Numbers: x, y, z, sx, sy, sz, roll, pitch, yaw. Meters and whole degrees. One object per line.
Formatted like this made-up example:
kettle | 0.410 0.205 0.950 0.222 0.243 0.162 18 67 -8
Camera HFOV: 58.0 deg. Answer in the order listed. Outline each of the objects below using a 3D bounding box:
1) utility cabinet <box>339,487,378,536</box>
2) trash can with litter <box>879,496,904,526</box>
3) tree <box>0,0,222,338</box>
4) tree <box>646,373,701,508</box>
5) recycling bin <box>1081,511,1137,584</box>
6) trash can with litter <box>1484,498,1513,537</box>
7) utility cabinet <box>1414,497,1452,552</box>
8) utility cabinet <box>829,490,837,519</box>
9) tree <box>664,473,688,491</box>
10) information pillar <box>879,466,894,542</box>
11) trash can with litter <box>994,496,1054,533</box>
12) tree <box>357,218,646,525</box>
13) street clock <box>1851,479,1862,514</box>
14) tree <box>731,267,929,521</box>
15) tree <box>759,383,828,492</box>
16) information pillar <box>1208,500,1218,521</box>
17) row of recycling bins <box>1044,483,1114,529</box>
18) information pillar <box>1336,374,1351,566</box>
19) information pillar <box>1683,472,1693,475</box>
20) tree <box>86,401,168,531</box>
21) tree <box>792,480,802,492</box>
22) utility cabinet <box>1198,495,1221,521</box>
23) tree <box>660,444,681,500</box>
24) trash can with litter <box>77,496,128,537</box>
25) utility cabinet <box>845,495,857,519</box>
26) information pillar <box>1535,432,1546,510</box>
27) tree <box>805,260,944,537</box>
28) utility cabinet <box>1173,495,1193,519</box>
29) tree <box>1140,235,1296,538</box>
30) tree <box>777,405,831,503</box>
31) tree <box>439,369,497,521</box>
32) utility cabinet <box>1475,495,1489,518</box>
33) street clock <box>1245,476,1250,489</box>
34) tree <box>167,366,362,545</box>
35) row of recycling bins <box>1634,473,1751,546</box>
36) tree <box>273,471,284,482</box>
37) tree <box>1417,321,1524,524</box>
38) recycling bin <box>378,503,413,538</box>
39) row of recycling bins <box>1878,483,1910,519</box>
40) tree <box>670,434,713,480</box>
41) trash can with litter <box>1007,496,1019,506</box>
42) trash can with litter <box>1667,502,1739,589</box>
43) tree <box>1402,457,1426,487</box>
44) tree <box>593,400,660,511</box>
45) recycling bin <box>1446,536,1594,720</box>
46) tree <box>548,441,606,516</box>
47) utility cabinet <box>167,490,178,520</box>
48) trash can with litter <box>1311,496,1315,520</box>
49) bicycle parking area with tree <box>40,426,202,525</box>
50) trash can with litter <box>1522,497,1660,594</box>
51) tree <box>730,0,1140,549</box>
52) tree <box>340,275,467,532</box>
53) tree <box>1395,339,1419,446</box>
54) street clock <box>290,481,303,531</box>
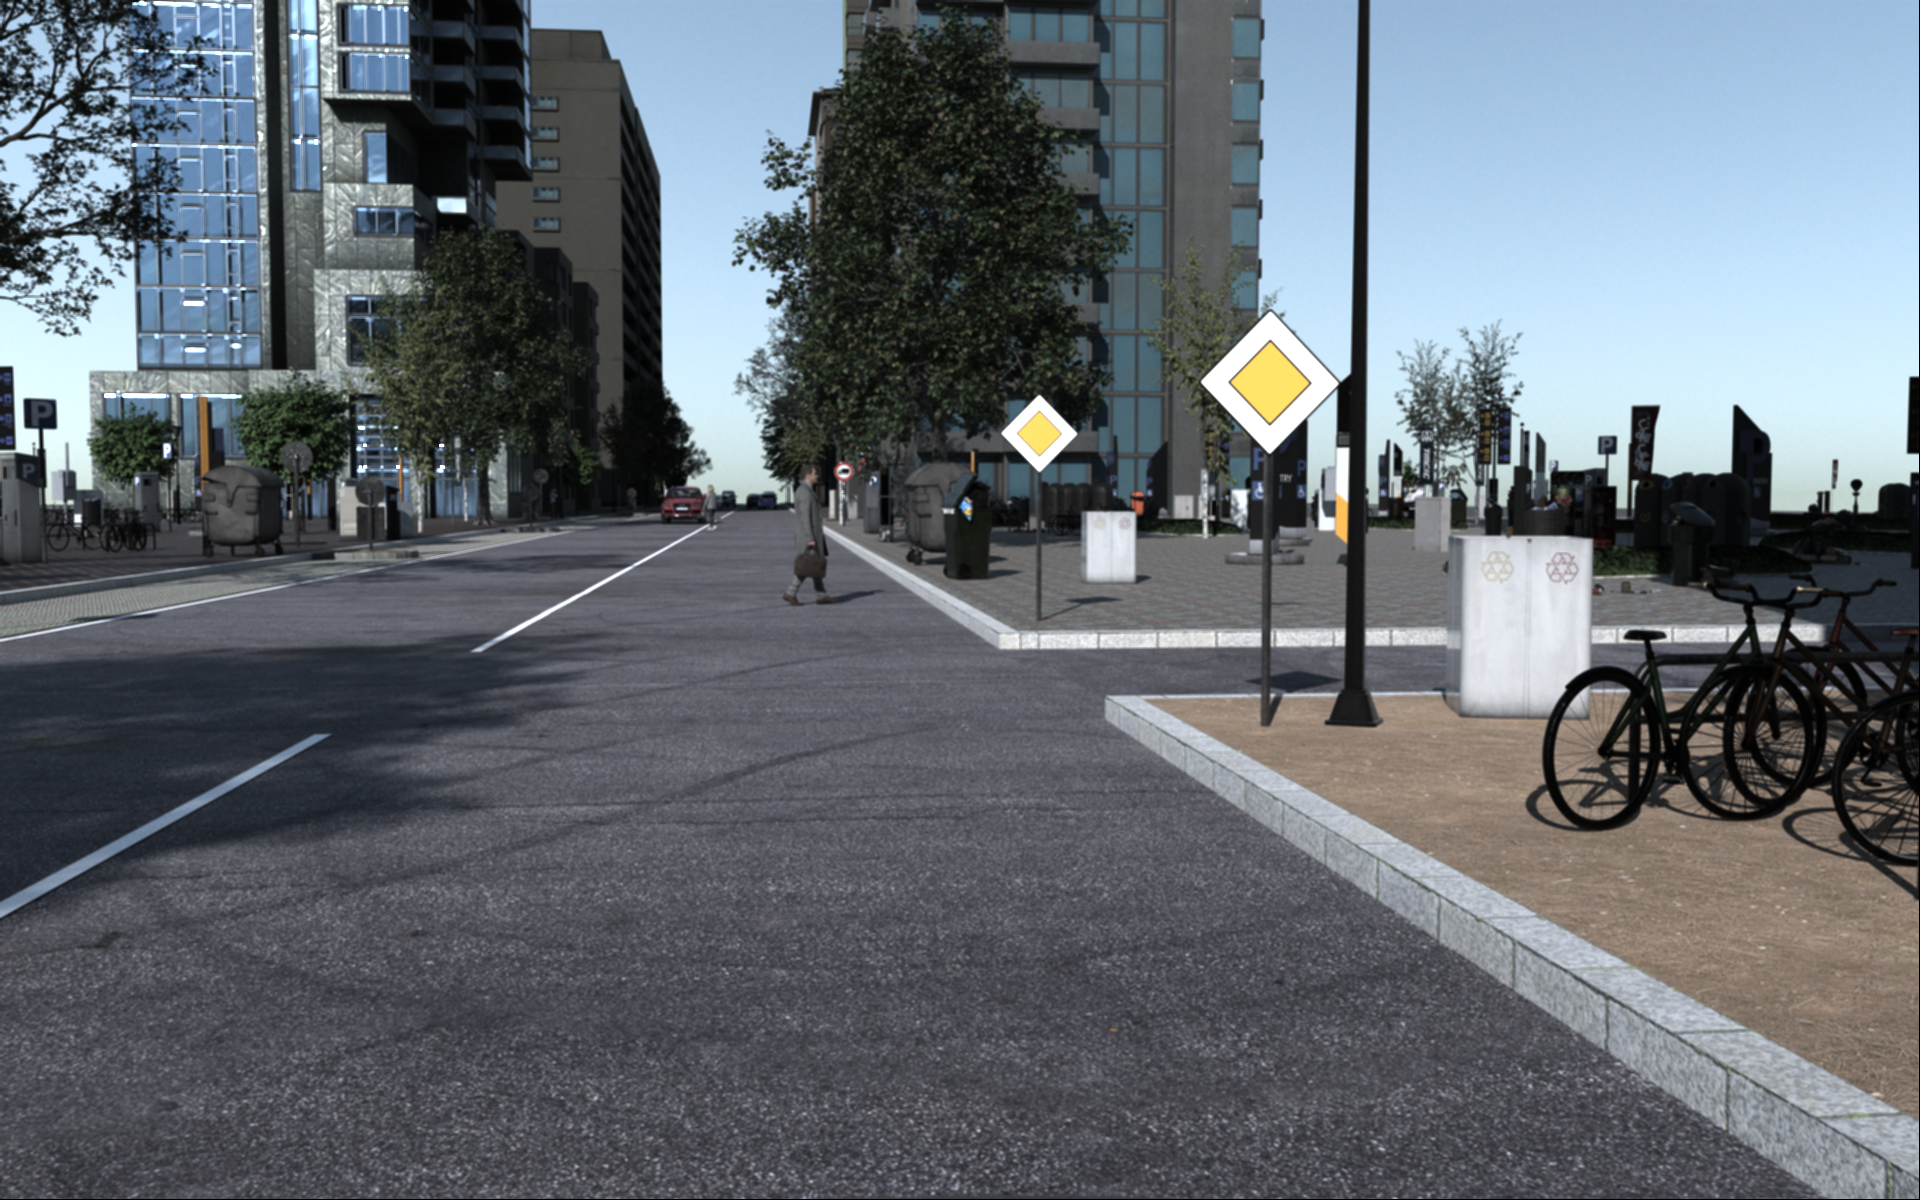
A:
utility cabinet | -18.094 -2.661 52.185 1.173 1.500 0.318 1 4 15
trash can with litter | -2.743 -3.517 68.565 2.233 1.210 1.678 -3 5 -42
tree | -13.665 -5.353 21.939 8.767 10.594 7.601 -1 4 -15
tree | -29.559 -15.145 164.627 9.611 12.733 9.660 0 3 0
recycling bin | 2.147 -0.764 25.038 0.722 1.027 0.722 0 4 -3
trash can with litter | 16.417 -2.513 52.469 1.055 1.170 0.624 2 4 24
utility cabinet | 10.618 -1.697 38.902 0.306 1.237 1.020 -1 4 -18
utility cabinet | -6.419 -4.897 88.741 0.318 1.500 1.173 1 4 11
tree | -35.289 -14.105 214.329 4.285 4.588 4.351 0 3 0
information pillar | -1.950 -2.547 46.129 0.304 2.012 0.304 1 4 18
trash can with litter | 2.283 -2.859 57.801 1.678 1.210 2.233 -2 4 -35
tree | -20.047 -9.504 72.405 9.611 12.733 9.660 0 3 0
street clock | 43.963 -4.918 84.980 0.471 2.002 0.358 1 4 11
tree | -5.742 -10.591 83.538 12.009 13.543 11.850 0 3 0
tree | -16.762 -15.740 175.477 7.486 12.596 7.792 0 3 0
information pillar | 9.601 -3.749 65.793 0.304 2.012 0.304 -1 4 -16
row of recycling bins | 4.387 -3.501 64.355 1.069 1.692 3.534 -3 4 -36
information pillar | 6.947 -2.411 30.772 0.504 3.616 0.183 1 4 19
information pillar | 24.689 -3.321 58.792 0.304 2.012 0.304 2 4 32
tree | -29.225 -4.751 61.385 4.285 4.588 4.351 0 3 0
tree | -18.301 -12.356 196.618 1.663 3.219 1.824 0 3 0
utility cabinet | 11.654 -4.259 80.803 1.020 1.237 0.306 1 4 19
tree | -31.603 -14.229 183.004 4.737 8.622 4.395 0 3 0
trash can with litter | -26.107 -2.564 52.987 1.678 1.210 2.233 3 4 37
utility cabinet | -5.878 -4.853 90.514 1.020 1.237 0.306 -2 4 -30
information pillar | 22.096 -4.565 65.985 0.504 3.616 0.183 -2 4 -35
tree | -1.887 -6.181 51.419 4.360 8.622 3.978 0 3 0
utility cabinet | 11.613 -4.827 90.075 1.020 1.237 0.306 -1 4 -10
tree | 7.372 -6.099 50.077 4.737 8.622 4.395 0 3 0
tree | -10.670 -10.484 121.779 4.737 8.622 4.395 0 3 0
tree | -23.455 -8.040 81.816 4.360 8.622 3.978 0 3 0
utility cabinet | 28.151 -4.996 92.843 1.020 1.237 0.306 0 4 5
street clock | 11.754 -3.998 69.931 0.471 2.002 0.358 0 4 4
tree | -17.033 -3.720 44.535 4.285 4.588 4.351 0 3 0
row of recycling bins | 14.817 -1.711 35.093 1.069 1.692 3.534 0 4 -6
tree | -27.802 -4.578 69.449 1.663 3.219 1.824 0 3 0
tree | 21.942 -7.529 73.464 4.360 8.622 3.978 0 3 0
recycling bin | -16.685 -2.365 51.228 0.722 1.027 0.722 2 4 32
row of recycling bins | 36.325 -3.677 67.225 1.069 1.692 3.534 2 4 23
tree | -39.129 -19.067 246.160 8.767 10.594 7.601 0 4 -3
trash can with litter | 2.731 -4.347 82.465 0.624 1.170 1.055 2 4 33
trash can with litter | 10.295 -0.765 23.901 0.624 1.170 1.055 -1 4 -22
tree | 23.037 -5.778 89.065 1.663 3.219 1.824 0 3 0
tree | -25.985 -11.172 133.025 4.737 8.622 4.395 0 3 0
recycling bin | 3.279 0.144 10.198 0.722 1.027 0.722 1 4 8
tree | -22.324 -7.185 101.183 4.285 4.588 4.351 0 3 0
utility cabinet | -39.270 -4.758 86.472 0.318 1.500 1.173 -1 4 -11
trash can with litter | 17.803 -4.518 85.258 0.624 1.170 1.055 -3 4 -36
bicycle parking area with tree | -35.013 -5.386 75.057 9.016 4.147 8.231 -2 4 -30
trash can with litter | 7.995 -0.699 22.485 2.233 1.210 1.678 0 4 7
tree | -0.503 -7.550 40.449 9.611 12.733 9.660 0 3 0
tree | -18.183 -6.552 57.482 4.737 8.622 4.395 0 3 0
tree | 22.355 -8.036 81.748 4.360 8.622 3.978 0 3 0
street clock | -22.739 -3.354 59.403 0.471 2.002 0.358 -2 4 -32
